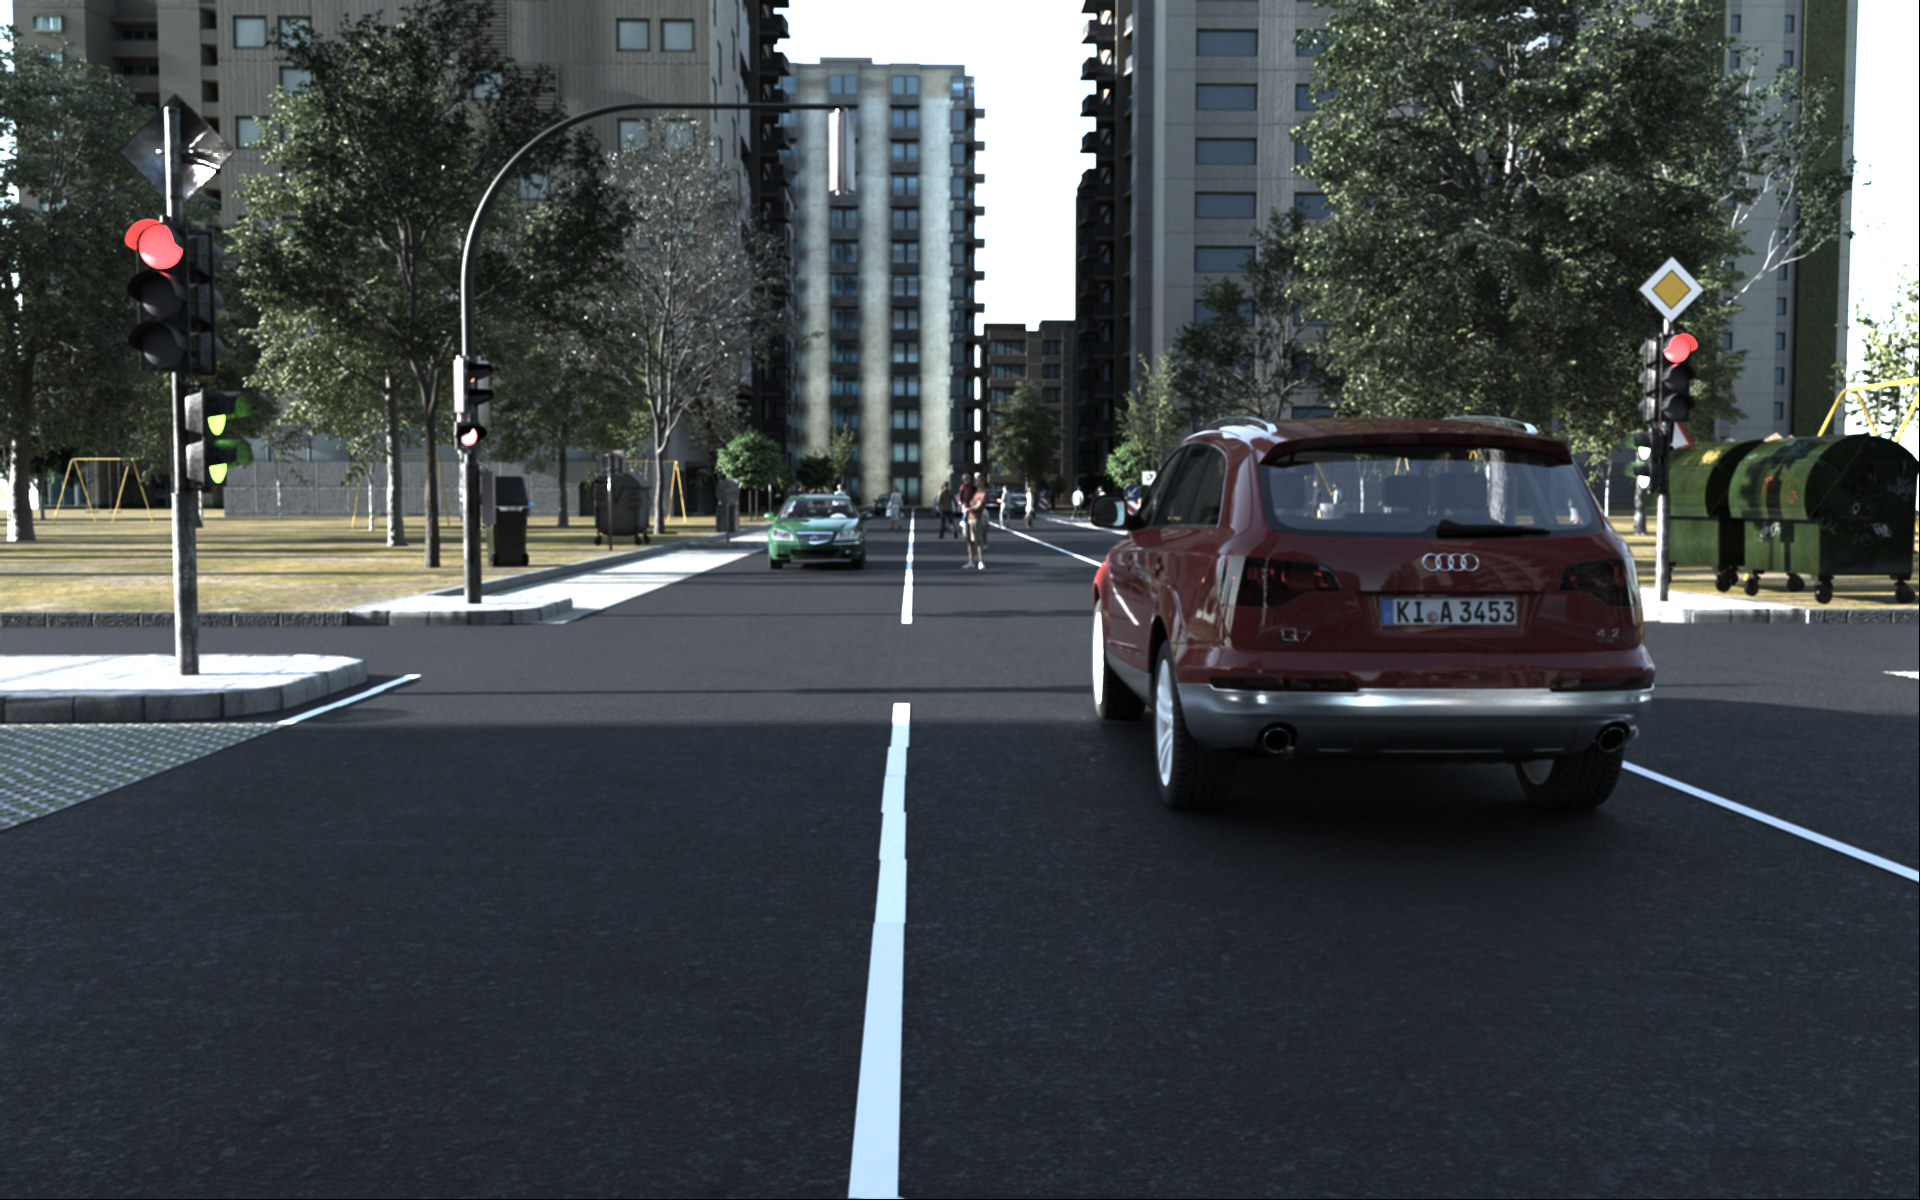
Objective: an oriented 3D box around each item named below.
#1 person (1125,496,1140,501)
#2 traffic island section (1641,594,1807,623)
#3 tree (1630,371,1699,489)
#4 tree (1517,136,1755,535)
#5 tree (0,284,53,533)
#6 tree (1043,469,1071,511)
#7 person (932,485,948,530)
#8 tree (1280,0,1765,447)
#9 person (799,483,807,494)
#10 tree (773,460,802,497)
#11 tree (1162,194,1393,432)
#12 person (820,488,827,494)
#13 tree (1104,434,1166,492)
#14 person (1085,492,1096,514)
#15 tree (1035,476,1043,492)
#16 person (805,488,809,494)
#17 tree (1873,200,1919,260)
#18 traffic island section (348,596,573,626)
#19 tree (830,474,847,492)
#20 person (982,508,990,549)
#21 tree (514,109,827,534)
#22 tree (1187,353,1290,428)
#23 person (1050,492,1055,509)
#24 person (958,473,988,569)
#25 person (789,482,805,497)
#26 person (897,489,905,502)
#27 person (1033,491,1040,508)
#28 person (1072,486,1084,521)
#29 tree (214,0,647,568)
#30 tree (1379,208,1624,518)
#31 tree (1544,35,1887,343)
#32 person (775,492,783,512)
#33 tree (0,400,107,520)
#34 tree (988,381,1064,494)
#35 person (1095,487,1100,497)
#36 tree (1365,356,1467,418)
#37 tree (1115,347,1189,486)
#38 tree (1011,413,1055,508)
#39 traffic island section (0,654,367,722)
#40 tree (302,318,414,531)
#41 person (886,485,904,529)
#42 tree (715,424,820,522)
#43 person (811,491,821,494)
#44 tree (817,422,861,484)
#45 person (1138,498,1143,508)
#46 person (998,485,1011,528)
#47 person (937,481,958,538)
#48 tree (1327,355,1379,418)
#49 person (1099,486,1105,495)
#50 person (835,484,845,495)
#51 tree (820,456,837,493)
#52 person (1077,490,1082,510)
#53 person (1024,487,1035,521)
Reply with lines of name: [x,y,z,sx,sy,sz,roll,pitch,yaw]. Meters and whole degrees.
person: [7.525,-4.084,75.463,0.592,1.802,0.473,3,5,40]
traffic island section: [8.405,0.097,20.697,2.009,0.180,2.903,0,4,-2]
tree: [35.025,-8.318,86.359,4.737,8.622,4.395,0,3,0]
tree: [21.121,-8.335,54.412,7.486,12.596,7.792,0,3,0]
tree: [-31.667,-6.531,57.145,4.737,8.622,4.395,0,3,0]
tree: [7.445,-8.343,131.017,1.663,3.219,1.824,0,3,0]
person: [-0.655,-3.656,68.388,0.709,1.813,0.853,-3,5,-41]
tree: [10.831,-7.815,34.424,9.857,13.997,8.962,0,3,0]
person: [-5.240,-2.938,56.818,0.520,1.790,0.573,-1,4,-11]
tree: [-9.714,-6.316,97.872,1.663,3.219,1.824,0,3,0]
tree: [9.815,-7.338,54.386,8.767,10.594,7.601,-3,5,-39]
person: [-11.243,-8.301,141.769,1.348,1.823,0.705,-1,4,-20]
tree: [9.404,-6.634,92.174,4.285,4.588,4.351,0,3,0]
person: [8.505,-6.349,113.088,0.697,1.427,0.421,0,4,-5]
tree: [7.964,-10.360,163.990,1.663,3.219,1.824,0,3,0]
person: [-11.007,-7.128,123.270,0.721,1.739,1.217,2,4,25]
tree: [24.213,-5.644,42.638,4.737,8.622,4.395,0,3,0]
traffic island section: [-5.732,0.119,20.328,2.009,0.180,2.903,0,4,-2]
tree: [-11.692,-10.575,167.505,1.663,3.219,1.824,0,3,0]
person: [0.613,-1.950,45.062,0.352,1.250,0.332,2,4,33]
tree: [-9.532,-8.859,55.208,12.009,13.543,11.850,0,3,0]
tree: [12.498,-7.980,80.831,4.360,8.622,3.978,0,3,0]
person: [7.695,-8.403,143.983,0.434,1.755,0.990,-1,4,-15]
person: [0.242,-1.520,33.320,0.580,1.828,0.573,0,4,-5]
person: [-4.536,-2.437,48.762,0.576,1.772,0.534,-2,4,-29]
person: [-4.468,-7.013,123.256,1.348,1.812,0.705,-2,4,-35]
person: [7.102,-9.408,160.673,0.445,1.727,0.742,3,5,39]
person: [6.235,-5.092,91.596,0.661,1.843,0.795,2,4,34]
tree: [-9.097,-5.867,30.342,8.767,10.594,7.601,1,4,22]
tree: [14.186,-5.828,45.651,4.737,8.622,4.395,0,3,0]
tree: [29.718,-13.047,69.208,12.611,20.169,13.585,0,3,0]
person: [-12.628,-6.814,120.634,0.799,1.438,0.628,2,4,34]
tree: [-53.809,-7.578,86.811,20.602,7.101,11.467,-1,4,-20]
tree: [6.681,-15.626,173.605,7.486,12.596,7.792,0,3,0]
person: [9.225,-6.635,115.253,1.217,1.736,0.721,-2,4,-28]
tree: [18.323,-7.372,70.900,4.360,8.622,3.978,0,3,0]
tree: [9.803,-8.352,86.922,4.737,8.622,4.395,0,3,0]
tree: [6.793,-12.583,156.100,4.737,8.622,4.395,0,3,0]
traffic island section: [-5.520,0.608,12.345,2.009,0.180,2.903,0,4,-2]
tree: [-20.728,-6.712,60.097,4.737,8.622,4.395,0,3,0]
person: [-2.631,-3.759,70.305,0.694,1.780,0.624,-1,4,-13]
tree: [-10.178,-6.342,87.409,4.285,4.588,4.351,0,3,0]
person: [-11.182,-7.862,134.592,1.348,1.824,0.705,0,4,2]
tree: [-12.005,-13.607,172.832,4.737,8.622,4.395,0,3,0]
person: [6.632,-3.085,63.195,0.306,1.304,0.590,3,4,38]
person: [1.877,-3.976,73.709,0.583,1.804,0.606,2,4,33]
person: [-0.380,-2.917,56.099,0.836,1.842,0.656,3,5,44]
tree: [18.216,-7.798,77.855,4.737,8.622,4.395,0,3,0]
person: [6.446,-4.250,78.255,0.850,1.792,0.678,-1,4,-22]
person: [-5.042,-3.979,73.438,0.818,1.842,0.514,2,4,35]
tree: [-10.719,-8.831,128.094,4.285,4.588,4.351,0,3,0]
person: [9.397,-7.927,136.583,0.436,1.711,0.756,-1,4,-20]
person: [3.687,-5.099,92.219,0.624,1.780,0.694,0,4,-3]
